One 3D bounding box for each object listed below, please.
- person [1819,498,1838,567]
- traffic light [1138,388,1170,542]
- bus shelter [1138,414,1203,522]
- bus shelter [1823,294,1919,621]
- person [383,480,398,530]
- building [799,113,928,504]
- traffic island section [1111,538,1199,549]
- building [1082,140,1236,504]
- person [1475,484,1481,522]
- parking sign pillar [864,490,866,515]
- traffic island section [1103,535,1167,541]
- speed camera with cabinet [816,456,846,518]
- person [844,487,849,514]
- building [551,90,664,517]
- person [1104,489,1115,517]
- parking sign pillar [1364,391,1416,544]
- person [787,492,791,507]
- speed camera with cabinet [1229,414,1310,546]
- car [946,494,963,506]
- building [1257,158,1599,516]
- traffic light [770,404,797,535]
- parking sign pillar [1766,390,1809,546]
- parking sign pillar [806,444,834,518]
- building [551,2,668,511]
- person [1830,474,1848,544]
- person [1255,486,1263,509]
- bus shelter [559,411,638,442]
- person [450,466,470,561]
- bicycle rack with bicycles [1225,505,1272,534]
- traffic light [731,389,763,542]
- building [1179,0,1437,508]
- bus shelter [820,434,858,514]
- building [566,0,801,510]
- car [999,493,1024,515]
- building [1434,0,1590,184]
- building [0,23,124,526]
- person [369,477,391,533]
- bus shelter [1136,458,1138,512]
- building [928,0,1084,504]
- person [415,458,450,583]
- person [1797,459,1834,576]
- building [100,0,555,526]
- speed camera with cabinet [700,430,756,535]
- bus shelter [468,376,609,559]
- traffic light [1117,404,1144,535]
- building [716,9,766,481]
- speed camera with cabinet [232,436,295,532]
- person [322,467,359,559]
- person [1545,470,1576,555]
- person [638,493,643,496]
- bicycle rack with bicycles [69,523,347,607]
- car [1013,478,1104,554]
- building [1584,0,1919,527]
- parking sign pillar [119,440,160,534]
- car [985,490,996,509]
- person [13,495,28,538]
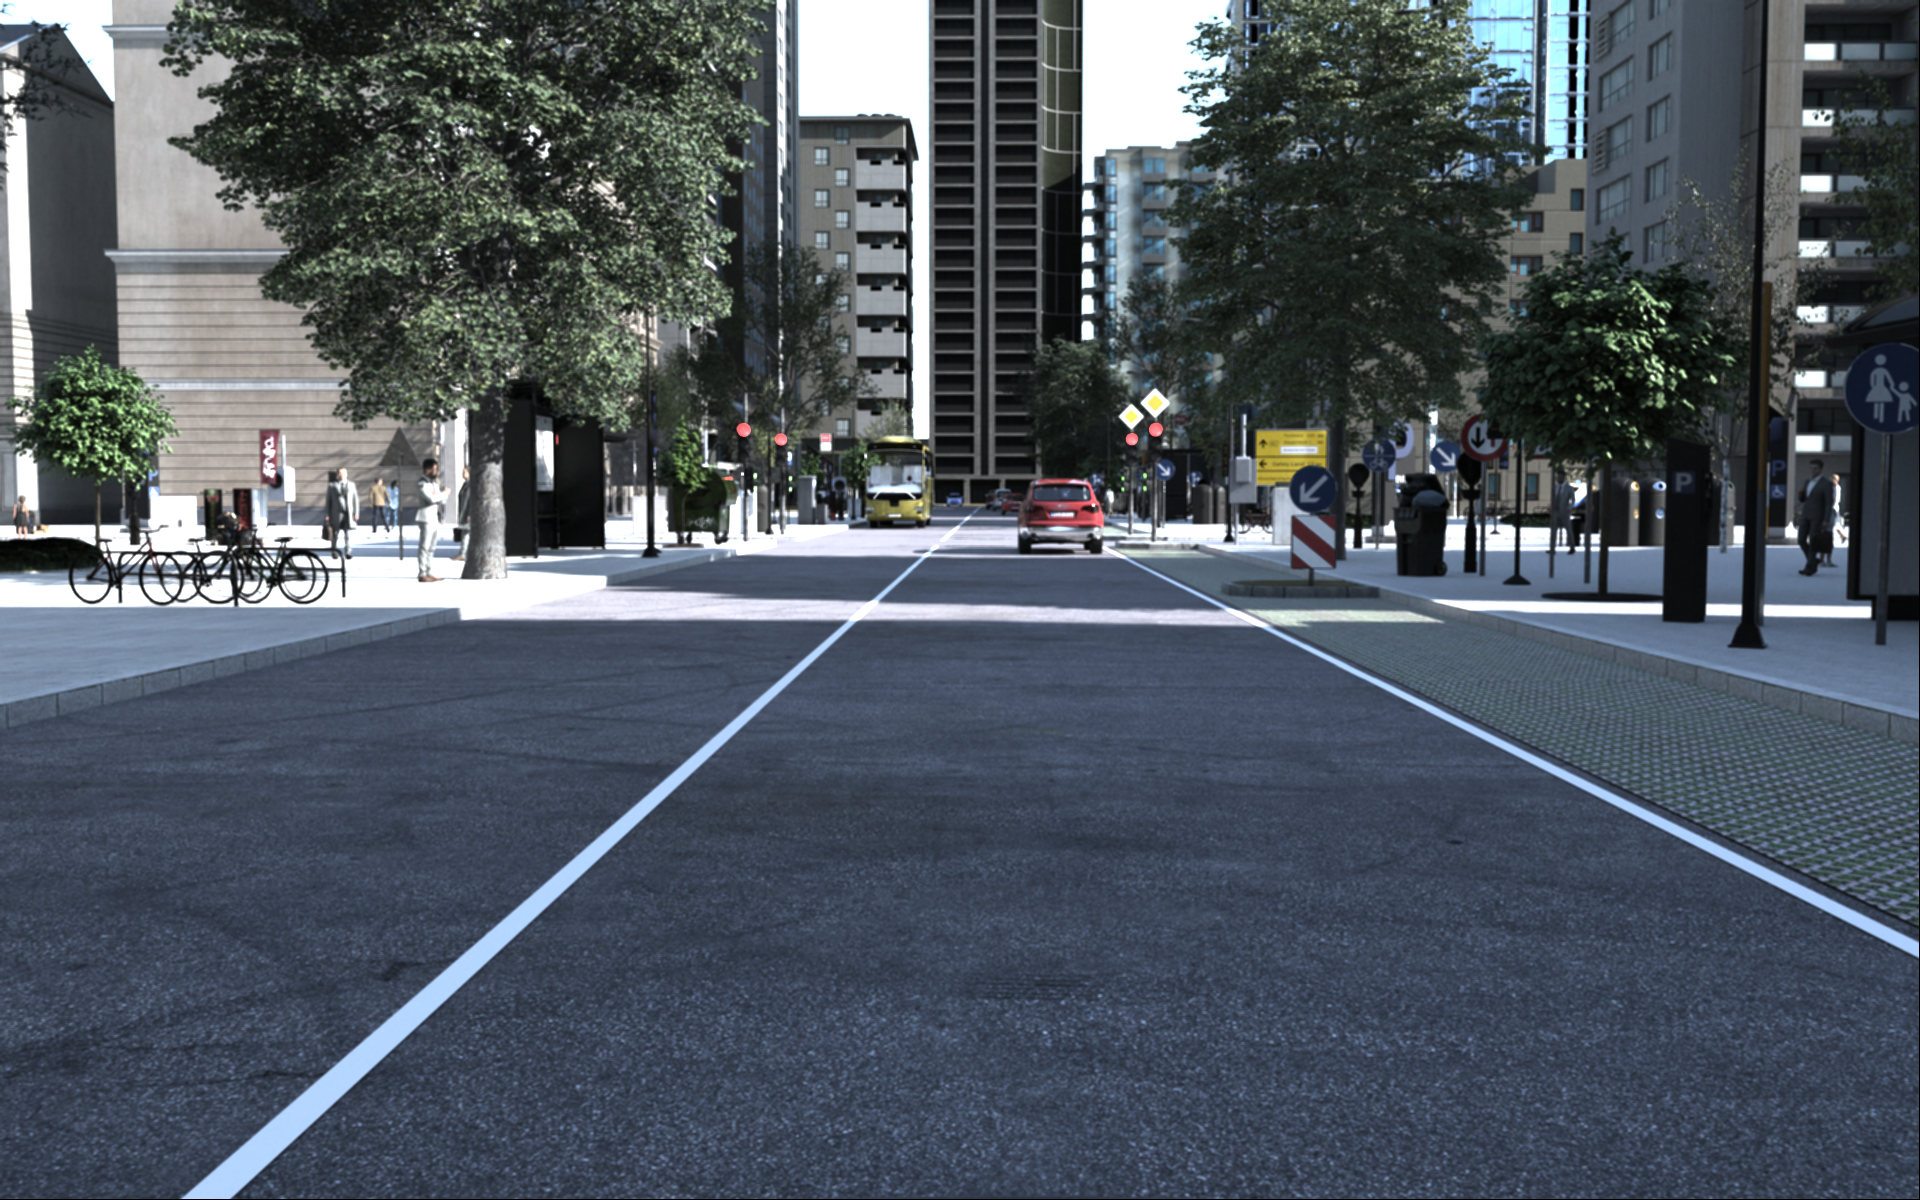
[{"bbox_3d":[15.311,-1.211,30.530,0.332,1.250,0.352,1,4,18],"label":"person"},{"bbox_3d":[5.156,-3.494,46.049,0.839,4.253,0.868,0,4,1],"label":"traffic light"},{"bbox_3d":[10.258,-6.521,84.244,2.179,5.291,8.768,0,4,1],"label":"bus shelter"},{"bbox_3d":[9.781,-1.289,14.992,2.014,3.302,5.546,0,4,1],"label":"bus shelter"},{"bbox_3d":[-20.274,-3.391,61.755,0.793,1.790,0.793,2,4,31],"label":"person"},{"bbox_3d":[-17.679,-39.782,239.667,27.495,52.752,28.713,0,4,1],"label":"building"},{"bbox_3d":[5.196,-1.461,46.162,2.009,0.180,2.903,0,4,1],"label":"traffic island section"},{"bbox_3d":[31.922,-37.767,237.099,30.456,49.044,23.786,0,4,1],"label":"building"},{"bbox_3d":[23.653,-4.434,79.114,0.480,1.755,0.524,-3,4,-38],"label":"person"},{"bbox_3d":[-5.911,-7.387,109.243,1.447,3.967,1.447,0,4,1],"label":"parking sign pillar"},{"bbox_3d":[5.356,-1.949,54.146,2.009,0.180,2.903,0,4,1],"label":"traffic island section"},{"bbox_3d":[-6.953,-5.870,90.316,2.038,3.252,0.660,0,4,-2],"label":"speed camera with cabinet"},{"bbox_3d":[-7.454,-6.502,112.530,0.661,1.801,0.590,2,4,32],"label":"person"},{"bbox_3d":[-25.587,-18.563,100.766,12.463,27.353,25.104,0,4,1],"label":"building"},{"bbox_3d":[8.297,-5.484,95.927,0.641,1.798,0.478,-1,4,-20],"label":"person"},{"bbox_3d":[11.326,-3.470,45.203,1.447,3.967,1.447,-3,5,-40],"label":"parking sign pillar"},{"bbox_3d":[-17.358,-10.411,175.897,0.705,1.869,1.348,0,4,0],"label":"person"},{"bbox_3d":[7.735,-2.981,43.072,2.038,3.252,0.660,1,4,9],"label":"speed camera with cabinet"},{"bbox_3d":[-0.613,-11.725,201.288,1.945,1.707,3.694,0,4,1],"label":"car"},{"bbox_3d":[35.744,-16.470,114.329,27.650,21.520,28.899,0,4,1],"label":"building"},{"bbox_3d":[-5.543,-3.995,54.233,0.839,4.253,0.868,0,4,1],"label":"traffic light"},{"bbox_3d":[20.668,-3.367,43.518,1.447,3.967,1.447,2,4,33],"label":"parking sign pillar"},{"bbox_3d":[-7.672,-6.401,93.124,1.447,3.967,1.447,1,4,22],"label":"parking sign pillar"},{"bbox_3d":[-28.334,-42.902,139.697,20.563,71.187,20.611,0,4,1],"label":"building"},{"bbox_3d":[22.306,-2.308,44.138,0.624,1.780,0.694,2,4,32],"label":"person"},{"bbox_3d":[20.187,-6.821,117.370,0.655,1.846,0.447,0,4,-4],"label":"person"},{"bbox_3d":[-9.750,-3.070,44.117,2.014,3.302,5.546,0,4,1],"label":"bus shelter"},{"bbox_3d":[-9.433,-1.648,33.089,0.767,1.812,0.694,-3,4,-36],"label":"person"},{"bbox_3d":[10.003,-2.643,56.603,2.925,0.926,2.852,-1,4,-9],"label":"bicycle rack with bicycles"},{"bbox_3d":[-5.703,-3.506,46.250,0.839,4.253,0.868,0,4,1],"label":"traffic light"},{"bbox_3d":[35.060,-52.650,173.506,22.319,86.520,31.000,0,4,1],"label":"building"},{"bbox_3d":[-8.132,-8.561,117.596,2.179,5.291,8.768,0,4,1],"label":"bus shelter"},{"bbox_3d":[-27.898,-45.407,180.662,20.611,71.187,20.563,0,4,1],"label":"building"},{"bbox_3d":[3.736,-6.715,118.827,2.155,1.783,4.494,0,4,0],"label":"car"},{"bbox_3d":[67.414,-52.878,177.230,31.000,86.520,22.319,0,4,1],"label":"building"},{"bbox_3d":[-46.354,-13.712,73.341,18.267,20.994,9.793,0,4,1],"label":"building"},{"bbox_3d":[-19.016,-3.113,56.850,0.836,1.842,0.656,2,4,32],"label":"person"},{"bbox_3d":[11.178,-7.477,99.873,2.179,5.291,8.768,0,4,1],"label":"bus shelter"},{"bbox_3d":[6.288,-48.708,234.622,20.611,71.187,20.563,0,4,1],"label":"building"},{"bbox_3d":[-7.663,-1.161,25.200,0.466,1.800,0.511,0,4,-7],"label":"person"},{"bbox_3d":[13.442,-1.298,27.225,0.822,1.834,0.622,-2,4,-35],"label":"person"},{"bbox_3d":[-26.974,-17.874,78.143,13.634,28.700,20.117,0,4,1],"label":"building"},{"bbox_3d":[-7.447,-3.679,54.485,2.038,3.252,0.660,-2,4,-33],"label":"speed camera with cabinet"},{"bbox_3d":[-8.825,-2.812,37.260,1.731,3.624,6.357,0,4,1],"label":"bus shelter"},{"bbox_3d":[5.316,-3.982,54.033,0.839,4.253,0.868,0,4,1],"label":"traffic light"},{"bbox_3d":[-25.726,-31.119,158.914,14.600,45.320,14.200,0,4,1],"label":"building"},{"bbox_3d":[-23.594,-3.931,58.610,2.038,3.252,0.660,1,4,12],"label":"speed camera with cabinet"},{"bbox_3d":[-12.181,-1.708,34.068,0.694,1.812,0.767,-2,4,-26],"label":"person"},{"bbox_3d":[12.769,-1.858,36.701,0.850,1.792,0.678,-3,4,-38],"label":"person"},{"bbox_3d":[-10.220,-2.759,55.427,0.640,1.303,0.475,2,4,27],"label":"person"},{"bbox_3d":[-8.655,-0.448,20.700,2.925,0.926,2.852,1,4,23],"label":"bicycle rack with bicycles"},{"bbox_3d":[2.457,-2.104,43.079,2.281,1.827,5.304,0,4,2],"label":"car"},{"bbox_3d":[35.782,-23.820,73.059,14.086,41.232,14.154,0,4,1],"label":"building"},{"bbox_3d":[-26.852,-4.180,56.810,1.447,3.967,1.447,2,4,32],"label":"parking sign pillar"},{"bbox_3d":[3.499,-9.440,163.008,2.281,1.827,5.304,0,4,2],"label":"car"},{"bbox_3d":[-25.327,-2.201,46.706,0.362,1.253,0.373,-2,4,-34],"label":"person"}]
